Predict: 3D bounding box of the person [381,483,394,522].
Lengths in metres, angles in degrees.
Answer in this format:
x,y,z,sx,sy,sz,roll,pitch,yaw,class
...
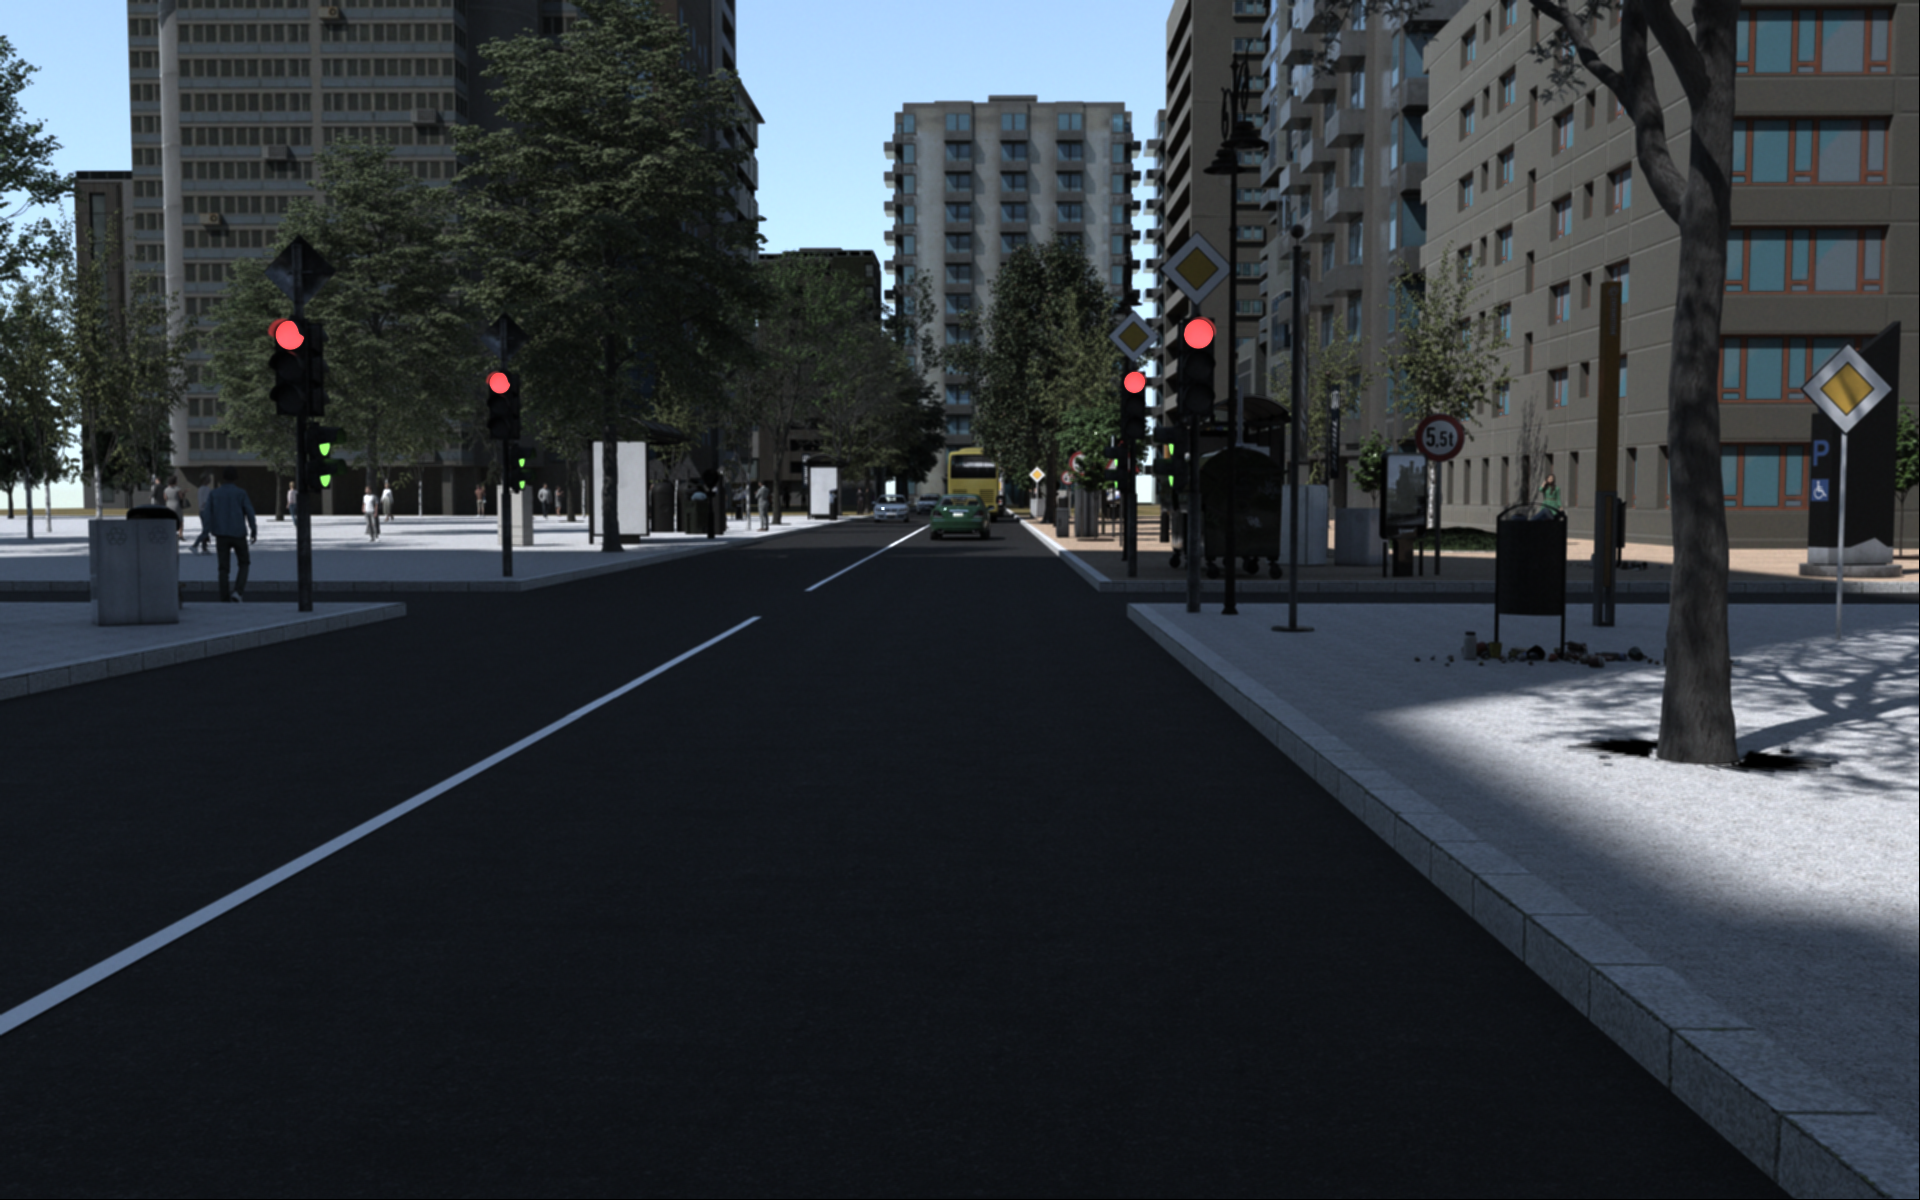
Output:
x,y,z,sx,sy,sz,roll,pitch,yaw,class
-26.697,-4.564,80.890,0.478,1.798,0.641,2,4,35,person

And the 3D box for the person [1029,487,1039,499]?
x,y,z,sx,sy,sz,roll,pitch,yaw,class
4.713,-6.365,110.921,0.742,1.727,0.445,2,4,27,person

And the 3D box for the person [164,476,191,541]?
x,y,z,sx,sy,sz,roll,pitch,yaw,class
-21.282,-2.497,47.222,0.716,1.782,0.532,1,4,9,person

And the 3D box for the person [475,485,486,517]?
x,y,z,sx,sy,sz,roll,pitch,yaw,class
-27.087,-5.628,98.028,0.573,1.828,0.580,3,5,41,person

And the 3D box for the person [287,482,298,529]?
x,y,z,sx,sy,sz,roll,pitch,yaw,class
-24.614,-3.528,64.391,0.598,1.740,0.731,0,4,7,person

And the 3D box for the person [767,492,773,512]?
x,y,z,sx,sy,sz,roll,pitch,yaw,class
-13.377,-6.873,121.679,1.065,1.426,0.557,-2,4,-34,person

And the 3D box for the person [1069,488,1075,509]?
x,y,z,sx,sy,sz,roll,pitch,yaw,class
9.685,-8.910,151.802,1.350,1.814,0.705,0,4,2,person

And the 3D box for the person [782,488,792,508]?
x,y,z,sx,sy,sz,roll,pitch,yaw,class
-16.463,-9.566,162.457,1.348,1.823,0.705,0,4,-8,person

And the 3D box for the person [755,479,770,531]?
x,y,z,sx,sy,sz,roll,pitch,yaw,class
-6.889,-3.298,60.142,0.466,1.800,0.511,1,4,21,person

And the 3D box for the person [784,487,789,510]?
x,y,z,sx,sy,sz,roll,pitch,yaw,class
-14.075,-8.237,140.350,0.705,1.869,1.348,0,4,-2,person

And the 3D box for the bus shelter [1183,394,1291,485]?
x,y,z,sx,sy,sz,roll,pitch,yaw,class
5.921,-2.693,37.949,2.014,3.302,5.546,0,4,1,bus shelter

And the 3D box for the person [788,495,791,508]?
x,y,z,sx,sy,sz,roll,pitch,yaw,class
-15.303,-8.867,154.274,0.557,1.426,1.065,1,4,19,person

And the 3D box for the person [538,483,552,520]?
x,y,z,sx,sy,sz,roll,pitch,yaw,class
-20.744,-4.933,86.546,0.661,1.843,0.795,-2,4,-27,person

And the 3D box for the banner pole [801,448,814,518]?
x,y,z,sx,sy,sz,roll,pitch,yaw,class
-8.155,-6.335,93.601,0.863,3.779,0.401,1,4,14,banner pole

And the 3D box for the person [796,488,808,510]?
x,y,z,sx,sy,sz,roll,pitch,yaw,class
-12.554,-8.149,139.295,1.348,1.823,0.705,-1,4,-12,person

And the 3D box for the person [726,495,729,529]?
x,y,z,sx,sy,sz,roll,pitch,yaw,class
-8.707,-3.264,64.101,0.352,1.250,0.332,3,5,44,person

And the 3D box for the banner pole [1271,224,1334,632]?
x,y,z,sx,sy,sz,roll,pitch,yaw,class
3.219,-1.613,16.395,0.401,3.779,0.863,1,4,22,banner pole

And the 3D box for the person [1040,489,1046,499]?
x,y,z,sx,sy,sz,roll,pitch,yaw,class
6.636,-8.316,142.829,1.217,1.723,0.721,2,4,29,person

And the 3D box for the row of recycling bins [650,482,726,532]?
x,y,z,sx,sy,sz,roll,pitch,yaw,class
-9.620,-3.149,58.601,3.534,1.692,1.069,-2,4,-28,row of recycling bins

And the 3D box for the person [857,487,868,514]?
x,y,z,sx,sy,sz,roll,pitch,yaw,class
-6.158,-6.271,109.370,0.742,1.727,0.445,-1,4,-9,person

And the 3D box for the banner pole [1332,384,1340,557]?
x,y,z,sx,sy,sz,roll,pitch,yaw,class
7.508,-2.752,35.007,0.401,3.779,0.863,-1,4,-9,banner pole

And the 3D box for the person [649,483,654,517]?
x,y,z,sx,sy,sz,roll,pitch,yaw,class
-12.372,-3.840,69.572,0.760,1.731,0.466,-2,4,-34,person

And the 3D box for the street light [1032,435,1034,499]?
x,y,z,sx,sy,sz,roll,pitch,yaw,class
4.280,-7.870,101.458,0.468,5.910,1.993,0,4,1,street light

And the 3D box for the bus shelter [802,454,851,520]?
x,y,z,sx,sy,sz,roll,pitch,yaw,class
-6.856,-5.848,89.537,2.014,3.302,5.546,0,4,1,bus shelter

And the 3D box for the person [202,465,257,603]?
x,y,z,sx,sy,sz,roll,pitch,yaw,class
-8.985,-0.763,21.316,0.601,1.785,0.444,-1,4,-12,person

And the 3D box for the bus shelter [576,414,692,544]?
x,y,z,sx,sy,sz,roll,pitch,yaw,class
-8.678,-3.225,46.647,2.014,3.302,5.546,0,4,1,bus shelter

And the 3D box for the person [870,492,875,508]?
x,y,z,sx,sy,sz,roll,pitch,yaw,class
-8.101,-9.269,160.814,0.599,1.433,0.991,-2,4,-30,person

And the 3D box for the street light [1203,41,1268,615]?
x,y,z,sx,sy,sz,roll,pitch,yaw,class
2.883,-2.785,18.325,0.468,5.910,1.993,0,4,1,street light

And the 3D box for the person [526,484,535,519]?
x,y,z,sx,sy,sz,roll,pitch,yaw,class
-22.153,-5.063,89.009,0.592,1.802,0.473,-2,4,-27,person

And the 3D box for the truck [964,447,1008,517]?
x,y,z,sx,sy,sz,roll,pitch,yaw,class
1.587,-7.381,109.593,2.839,4.237,11.283,0,4,2,truck

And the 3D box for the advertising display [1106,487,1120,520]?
x,y,z,sx,sy,sz,roll,pitch,yaw,class
7.612,-4.923,85.703,0.123,1.923,0.974,-3,5,-42,advertising display

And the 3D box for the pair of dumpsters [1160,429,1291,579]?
x,y,z,sx,sy,sz,roll,pitch,yaw,class
4.247,-1.562,28.028,1.574,2.255,4.437,0,4,1,pair of dumpsters

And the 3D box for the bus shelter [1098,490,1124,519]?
x,y,z,sx,sy,sz,roll,pitch,yaw,class
8.293,-7.119,94.031,2.179,5.291,8.768,0,4,1,bus shelter

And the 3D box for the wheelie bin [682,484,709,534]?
x,y,z,sx,sy,sz,roll,pitch,yaw,class
-8.453,-2.908,55.457,0.980,1.594,0.693,2,4,35,wheelie bin

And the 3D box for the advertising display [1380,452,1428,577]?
x,y,z,sx,sy,sz,roll,pitch,yaw,class
6.879,-1.323,26.853,0.974,1.923,0.123,-3,4,-36,advertising display

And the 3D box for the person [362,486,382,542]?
x,y,z,sx,sy,sz,roll,pitch,yaw,class
-15.823,-2.324,46.630,0.503,1.515,0.523,-1,4,-18,person

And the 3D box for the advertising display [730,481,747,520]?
x,y,z,sx,sy,sz,roll,pitch,yaw,class
-11.117,-5.005,87.052,0.974,1.923,0.123,-3,5,-44,advertising display

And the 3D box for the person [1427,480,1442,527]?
x,y,z,sx,sy,sz,roll,pitch,yaw,class
15.832,-3.174,58.115,0.590,1.801,0.661,-3,4,-38,person

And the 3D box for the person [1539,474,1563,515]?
x,y,z,sx,sy,sz,roll,pitch,yaw,class
14.962,-2.301,43.903,0.600,1.795,0.529,1,4,15,person

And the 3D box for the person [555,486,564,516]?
x,y,z,sx,sy,sz,roll,pitch,yaw,class
-23.237,-5.760,100.572,0.532,1.782,0.716,-1,4,-11,person

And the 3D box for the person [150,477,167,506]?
x,y,z,sx,sy,sz,roll,pitch,yaw,class
-26.023,-3.074,56.104,0.447,1.846,0.655,1,4,18,person

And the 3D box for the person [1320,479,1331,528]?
x,y,z,sx,sy,sz,roll,pitch,yaw,class
13.115,-3.478,62.895,0.713,1.824,0.794,-3,5,-42,person

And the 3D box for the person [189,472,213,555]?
x,y,z,sx,sy,sz,roll,pitch,yaw,class
-15.898,-1.811,36.323,0.731,1.740,0.598,3,4,37,person
